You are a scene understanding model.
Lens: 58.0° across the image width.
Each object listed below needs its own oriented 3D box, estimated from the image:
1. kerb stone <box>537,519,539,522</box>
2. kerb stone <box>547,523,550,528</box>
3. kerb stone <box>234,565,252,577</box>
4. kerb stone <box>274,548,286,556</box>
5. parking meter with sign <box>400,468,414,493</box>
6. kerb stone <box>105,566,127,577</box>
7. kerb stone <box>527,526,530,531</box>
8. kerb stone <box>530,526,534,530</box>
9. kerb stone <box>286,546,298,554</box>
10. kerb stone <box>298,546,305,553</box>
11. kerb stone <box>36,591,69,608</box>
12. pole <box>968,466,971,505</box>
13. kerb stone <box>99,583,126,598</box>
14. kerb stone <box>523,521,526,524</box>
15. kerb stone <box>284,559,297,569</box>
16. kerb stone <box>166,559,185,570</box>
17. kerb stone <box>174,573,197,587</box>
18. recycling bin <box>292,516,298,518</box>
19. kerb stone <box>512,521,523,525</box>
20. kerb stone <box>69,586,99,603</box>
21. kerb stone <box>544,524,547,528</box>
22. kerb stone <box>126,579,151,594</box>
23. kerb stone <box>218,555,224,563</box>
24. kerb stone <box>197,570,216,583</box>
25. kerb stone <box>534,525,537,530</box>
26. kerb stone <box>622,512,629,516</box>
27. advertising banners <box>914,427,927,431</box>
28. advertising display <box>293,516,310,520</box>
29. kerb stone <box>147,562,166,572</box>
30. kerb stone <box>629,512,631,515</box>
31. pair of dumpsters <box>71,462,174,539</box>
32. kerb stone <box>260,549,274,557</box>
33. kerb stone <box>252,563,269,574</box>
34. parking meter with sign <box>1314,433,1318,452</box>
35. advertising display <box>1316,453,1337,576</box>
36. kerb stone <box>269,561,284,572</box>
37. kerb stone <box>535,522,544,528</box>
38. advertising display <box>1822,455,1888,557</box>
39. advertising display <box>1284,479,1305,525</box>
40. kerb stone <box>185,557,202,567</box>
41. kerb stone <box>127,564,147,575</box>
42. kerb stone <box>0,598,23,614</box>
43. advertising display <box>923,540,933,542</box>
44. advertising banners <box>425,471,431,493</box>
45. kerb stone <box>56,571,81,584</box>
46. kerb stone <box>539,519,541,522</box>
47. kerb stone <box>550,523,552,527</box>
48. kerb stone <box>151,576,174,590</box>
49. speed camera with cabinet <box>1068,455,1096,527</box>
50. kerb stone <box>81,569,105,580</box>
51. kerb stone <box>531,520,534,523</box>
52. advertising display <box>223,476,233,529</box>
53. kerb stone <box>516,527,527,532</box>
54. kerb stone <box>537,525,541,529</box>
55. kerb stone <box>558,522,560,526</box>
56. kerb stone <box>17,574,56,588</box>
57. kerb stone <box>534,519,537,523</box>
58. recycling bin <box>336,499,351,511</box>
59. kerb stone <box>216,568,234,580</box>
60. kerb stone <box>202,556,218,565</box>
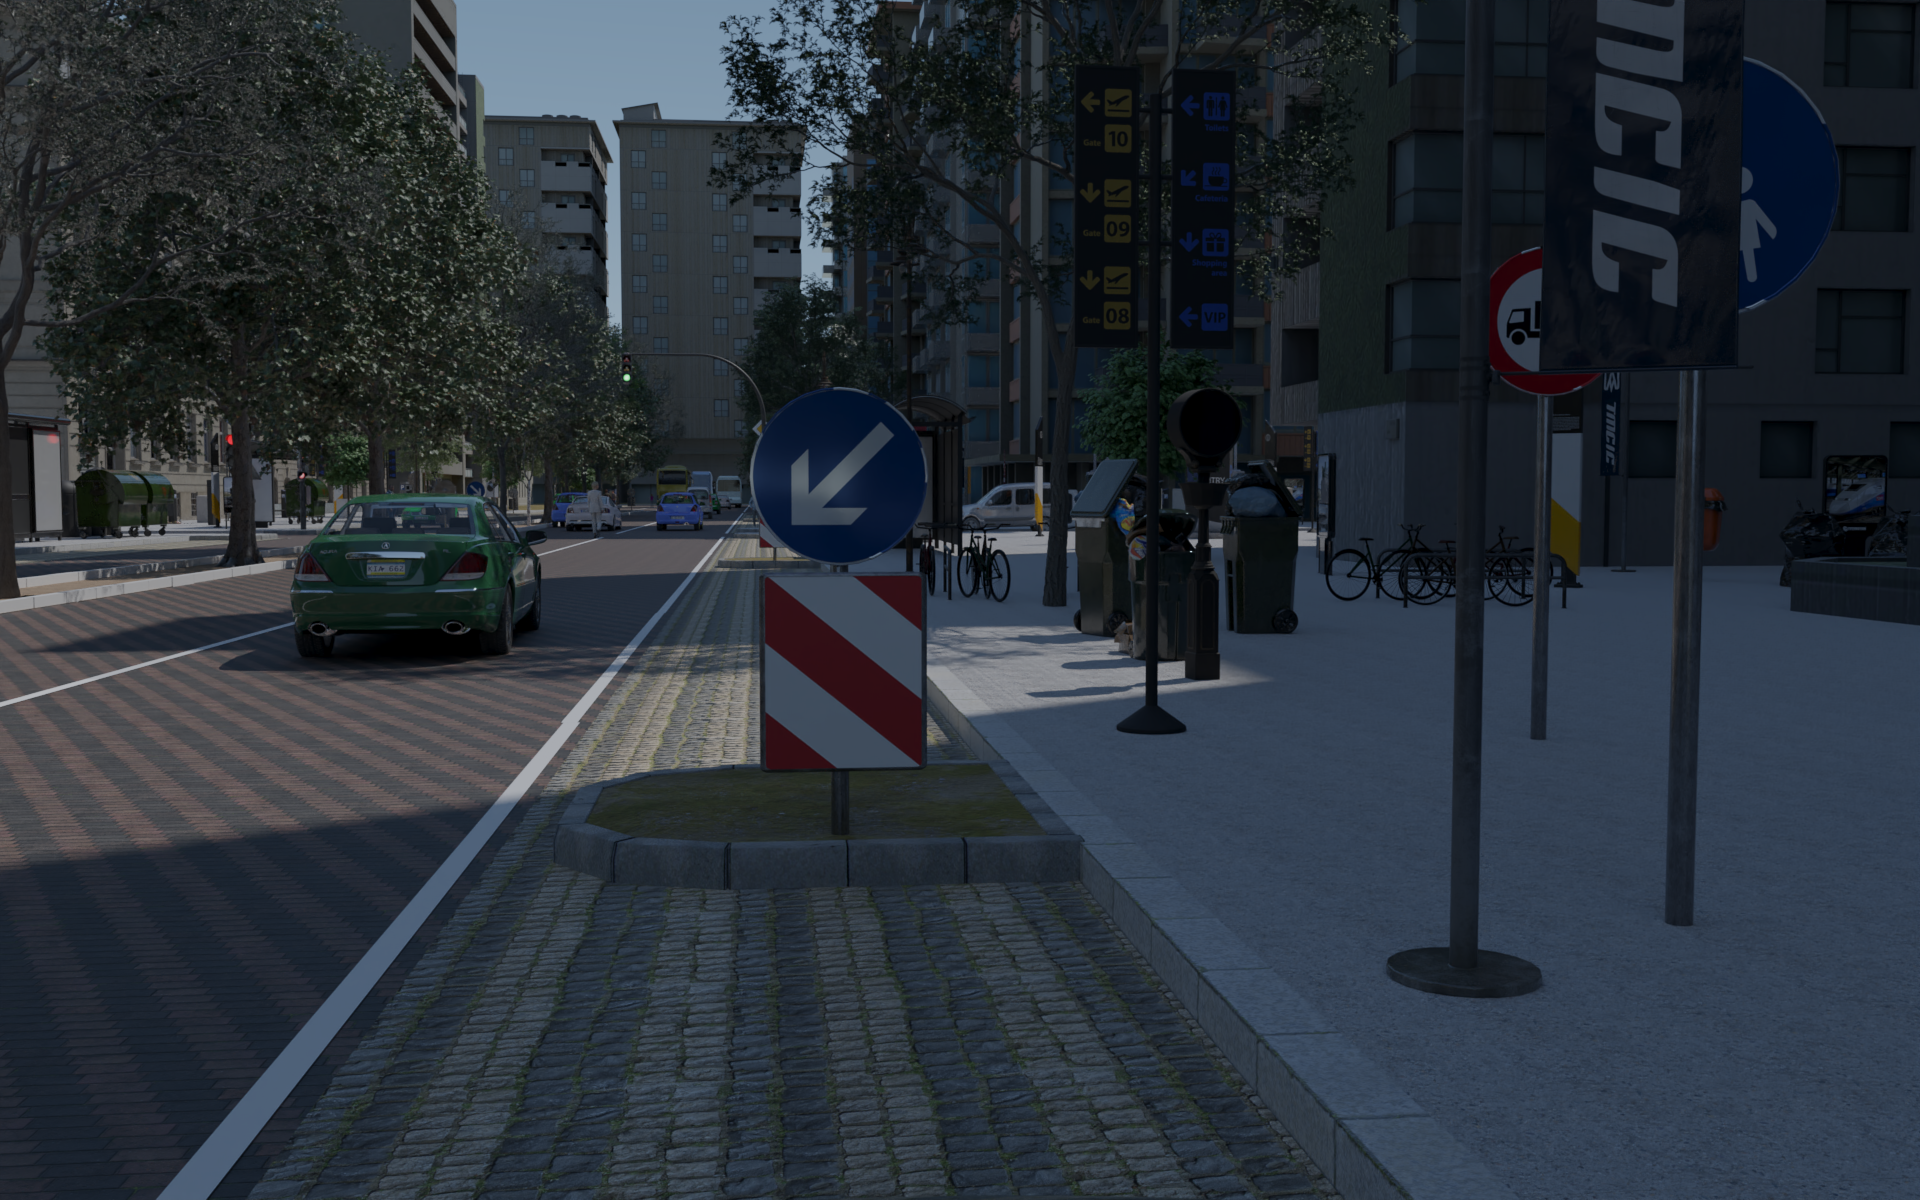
[{"bbox_3d":[-21.281,-3.934,86.569,0.120,0.150,1.000,0,4,-7],"label":"kerb stone"},{"bbox_3d":[-17.663,-3.142,73.562,0.120,0.150,1.000,0,4,-7],"label":"kerb stone"},{"bbox_3d":[-12.631,-0.495,30.286,0.120,0.150,1.000,0,4,-7],"label":"kerb stone"},{"bbox_3d":[-15.890,-1.095,40.149,0.120,0.150,1.000,0,4,-7],"label":"kerb stone"},{"bbox_3d":[-34.850,-6.887,108.868,0.543,3.016,1.738,1,4,22],"label":"parking meter with sign"},{"bbox_3d":[-14.705,-0.472,29.954,0.120,0.150,1.000,0,4,-7],"label":"kerb stone"},{"bbox_3d":[-16.953,-2.768,67.445,0.120,0.150,1.000,0,4,-7],"label":"kerb stone"},{"bbox_3d":[-17.068,-2.830,68.465,0.120,0.150,1.000,0,4,-7],"label":"kerb stone"},{"bbox_3d":[-16.005,-1.161,41.172,0.120,0.150,1.000,0,4,-7],"label":"kerb stone"},{"bbox_3d":[-16.132,-1.223,42.196,0.120,0.150,1.000,0,4,-7],"label":"kerb stone"},{"bbox_3d":[-11.681,0.009,22.133,0.120,0.150,1.000,0,4,-7],"label":"kerb stone"},{"bbox_3d":[0.577,-7.017,108.567,0.158,3.312,0.155,0,3,0],"label":"pole"},{"bbox_3d":[-11.918,-0.120,24.163,0.120,0.150,1.000,0,4,-7],"label":"kerb stone"},{"bbox_3d":[-20.687,-3.627,81.492,0.120,0.150,1.000,0,4,-7],"label":"kerb stone"},{"bbox_3d":[-12.985,-0.682,33.340,0.120,0.150,1.000,0,4,-7],"label":"kerb stone"},{"bbox_3d":[-15.056,-0.656,33.013,0.120,0.150,1.000,0,4,-7],"label":"kerb stone"},{"bbox_3d":[-12.268,-0.308,27.226,0.120,0.150,1.000,0,4,-7],"label":"kerb stone"},{"bbox_3d":[-36.173,-4.990,94.147,0.722,1.027,0.722,3,4,36],"label":"recycling bin"},{"bbox_3d":[-20.570,-3.562,80.472,0.120,0.150,1.000,0,4,-7],"label":"kerb stone"},{"bbox_3d":[-11.798,-0.058,23.148,0.120,0.150,1.000,0,4,-7],"label":"kerb stone"},{"bbox_3d":[-17.532,-3.079,72.542,0.120,0.150,1.000,0,4,-7],"label":"kerb stone"},{"bbox_3d":[-12.036,-0.183,25.187,0.120,0.150,1.000,0,4,-7],"label":"kerb stone"},{"bbox_3d":[-15.418,-0.845,36.077,0.120,0.150,1.000,0,4,-7],"label":"kerb stone"},{"bbox_3d":[-12.393,-0.370,28.246,0.120,0.150,1.000,0,4,-7],"label":"kerb stone"},{"bbox_3d":[-17.188,-2.892,69.483,0.120,0.150,1.000,0,4,-7],"label":"kerb stone"},{"bbox_3d":[-22.867,-5.883,118.383,0.120,0.150,1.000,0,4,-7],"label":"kerb stone"},{"bbox_3d":[-1.820,-2.873,43.153,2.074,3.025,0.090,-1,4,-14],"label":"advertising banners"},{"bbox_3d":[-32.551,-4.915,85.577,0.974,1.923,0.123,1,4,14],"label":"advertising display"},{"bbox_3d":[-14.945,-0.594,31.992,0.120,0.150,1.000,0,4,-7],"label":"kerb stone"},{"bbox_3d":[-22.983,-5.945,119.409,0.120,0.150,1.000,0,4,-7],"label":"kerb stone"},{"bbox_3d":[-24.839,-2.993,51.431,1.574,2.255,4.437,0,4,-7],"label":"pair of dumpsters"},{"bbox_3d":[-15.771,-1.036,39.134,0.120,0.150,1.000,0,4,-7],"label":"kerb stone"},{"bbox_3d":[-12.744,-0.557,31.310,0.120,0.150,1.000,0,4,-7],"label":"kerb stone"},{"bbox_3d":[10.834,-3.223,48.965,0.543,3.016,1.738,-2,4,-34],"label":"parking meter with sign"},{"bbox_3d":[5.845,-1.373,27.659,0.123,1.923,0.974,0,4,1],"label":"advertising display"},{"bbox_3d":[-12.867,-0.620,32.324,0.120,0.150,1.000,0,4,-7],"label":"kerb stone"},{"bbox_3d":[-17.423,-3.015,71.521,0.120,0.150,1.000,0,4,-7],"label":"kerb stone"},{"bbox_3d":[14.759,-1.430,28.598,0.974,1.923,0.123,0,4,8],"label":"advertising display"},{"bbox_3d":[14.014,-4.125,72.650,0.974,1.923,0.123,3,5,45],"label":"advertising display"},{"bbox_3d":[-15.175,-0.724,34.036,0.120,0.150,1.000,0,4,-7],"label":"kerb stone"},{"bbox_3d":[-14.820,-0.535,30.977,0.120,0.150,1.000,0,4,-7],"label":"kerb stone"},{"bbox_3d":[-11.567,0.072,21.110,0.120,0.150,1.000,0,4,-7],"label":"kerb stone"},{"bbox_3d":[-0.866,-2.493,45.979,0.123,1.923,0.974,-2,4,-33],"label":"advertising display"},{"bbox_3d":[-33.755,-6.955,109.898,0.090,3.025,2.074,-2,4,-26],"label":"advertising banners"},{"bbox_3d":[-14.476,-0.350,27.922,0.120,0.150,1.000,0,4,-7],"label":"kerb stone"},{"bbox_3d":[-21.399,-3.998,87.584,0.120,0.150,1.000,0,4,-7],"label":"kerb stone"},{"bbox_3d":[-17.769,-3.204,74.579,0.120,0.150,1.000,0,4,-7],"label":"kerb stone"},{"bbox_3d":[-12.163,-0.244,26.210,0.120,0.150,1.000,0,4,-7],"label":"kerb stone"},{"bbox_3d":[4.633,-4.507,68.030,2.038,3.252,0.660,0,4,-2],"label":"speed camera with cabinet"},{"bbox_3d":[-14.587,-0.412,28.938,0.120,0.150,1.000,0,4,-7],"label":"kerb stone"},{"bbox_3d":[-21.056,-3.813,84.537,0.120,0.150,1.000,0,4,-7],"label":"kerb stone"},{"bbox_3d":[-26.548,-3.572,63.620,0.974,1.923,0.123,0,4,-1],"label":"advertising display"},{"bbox_3d":[-16.828,-2.705,66.430,0.120,0.150,1.000,0,4,-7],"label":"kerb stone"},{"bbox_3d":[-17.296,-2.950,70.500,0.120,0.150,1.000,0,4,-7],"label":"kerb stone"},{"bbox_3d":[-18.124,-3.390,77.629,0.120,0.150,1.000,0,4,-7],"label":"kerb stone"},{"bbox_3d":[-14.350,-0.284,26.908,0.120,0.150,1.000,0,4,-7],"label":"kerb stone"},{"bbox_3d":[-21.164,-3.870,85.554,0.120,0.150,1.000,0,4,-7],"label":"kerb stone"},{"bbox_3d":[-32.172,-4.777,90.652,0.722,1.027,0.722,0,4,-2],"label":"recycling bin"},{"bbox_3d":[-12.516,-0.432,29.262,0.120,0.150,1.000,0,4,-7],"label":"kerb stone"},{"bbox_3d":[-15.294,-0.786,35.051,0.120,0.150,1.000,0,4,-7],"label":"kerb stone"}]
